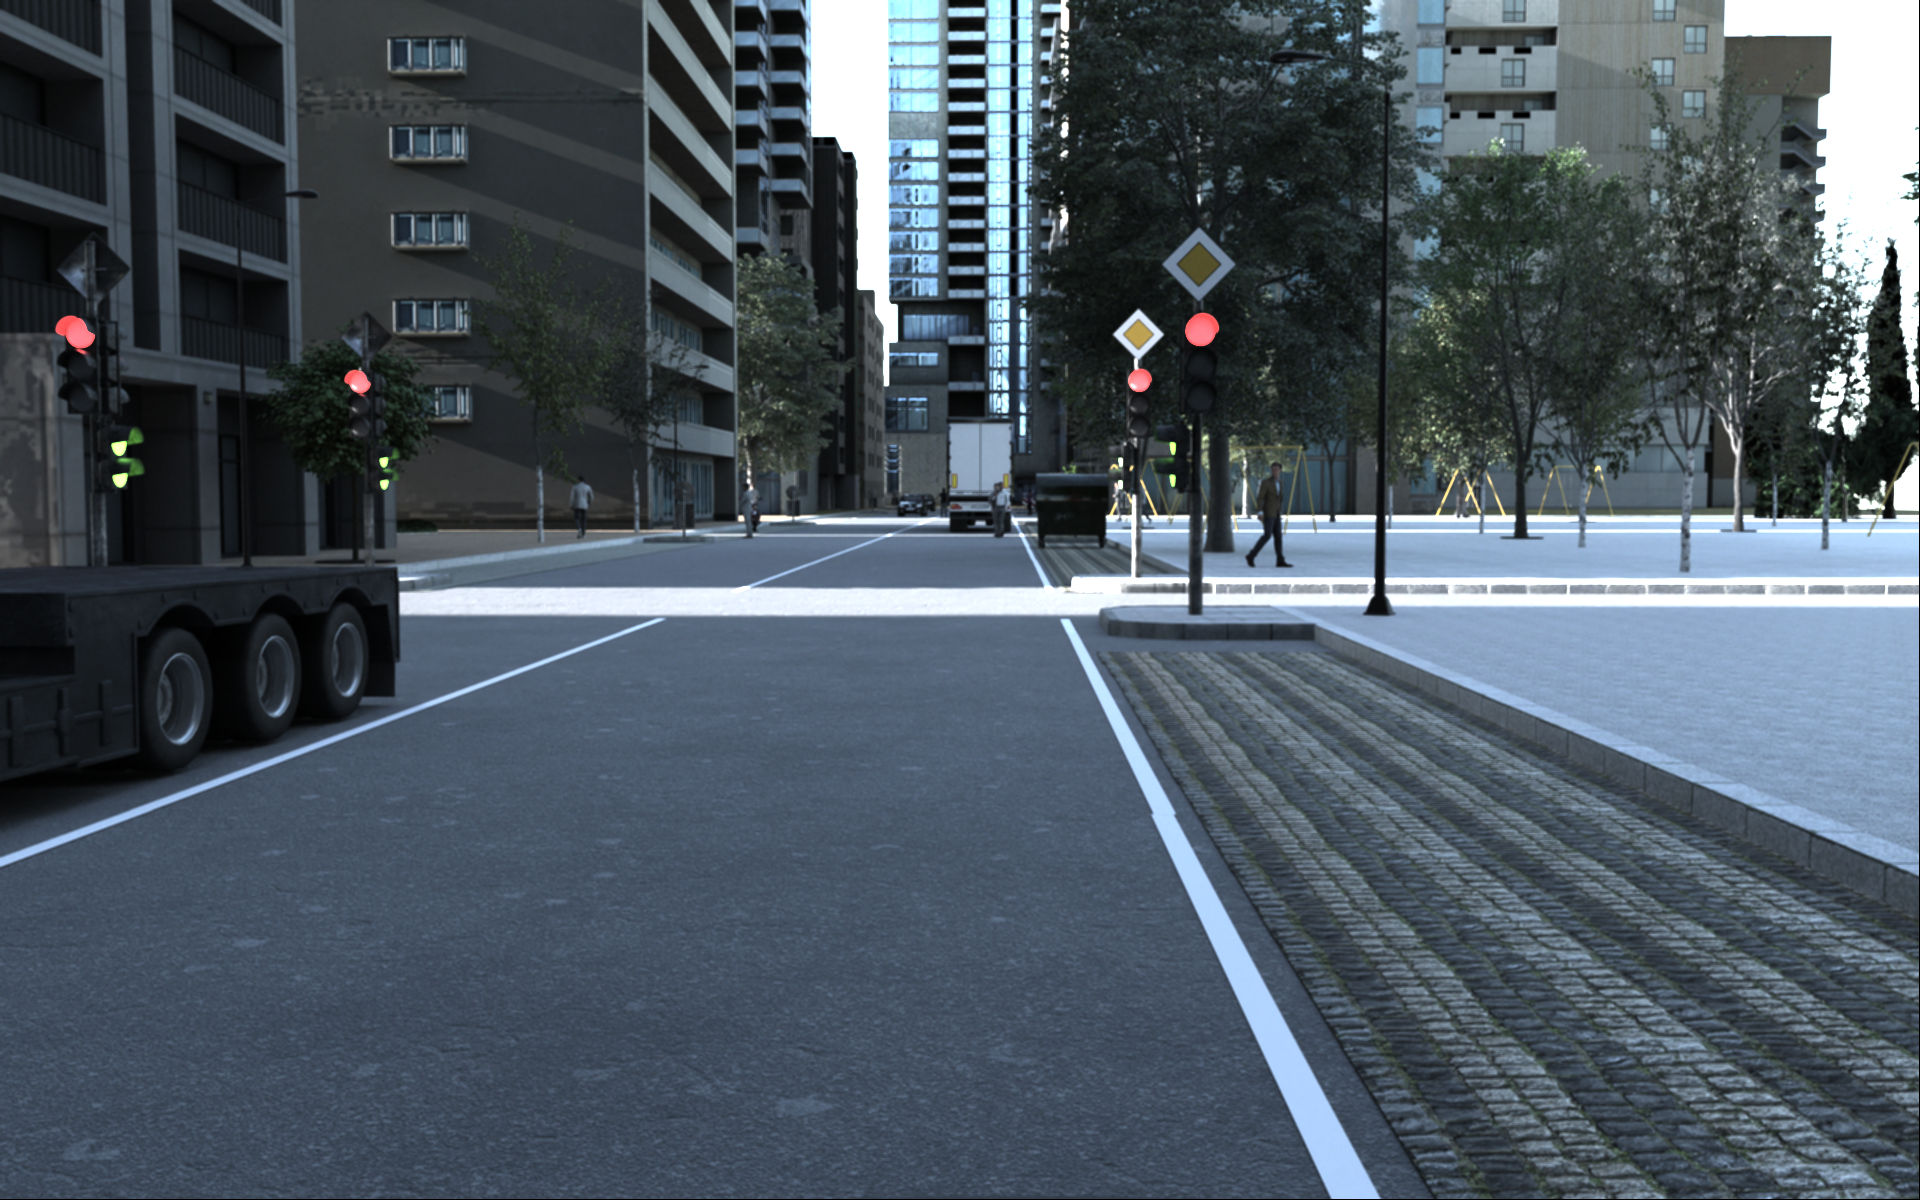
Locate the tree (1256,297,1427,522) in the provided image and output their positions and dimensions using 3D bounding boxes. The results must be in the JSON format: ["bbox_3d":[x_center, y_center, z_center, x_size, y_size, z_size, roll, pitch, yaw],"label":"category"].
[{"bbox_3d":[17.312,-8.892,79.798,8.767,10.594,7.601,1,4,21],"label":"tree"}]

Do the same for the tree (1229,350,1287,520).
[{"bbox_3d":[15.041,-8.370,87.217,4.360,8.622,3.978,0,3,0],"label":"tree"}]

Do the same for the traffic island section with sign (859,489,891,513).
[{"bbox_3d":[-6.391,-7.328,128.445,1.989,1.847,2.006,0,4,1],"label":"traffic island section with sign"}]

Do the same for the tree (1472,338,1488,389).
[{"bbox_3d":[28.620,-10.345,79.505,12.009,13.543,11.850,0,3,0],"label":"tree"}]

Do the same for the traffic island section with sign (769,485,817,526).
[{"bbox_3d":[-7.570,-4.290,78.771,1.989,1.847,2.006,0,4,1],"label":"traffic island section with sign"}]

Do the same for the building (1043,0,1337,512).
[{"bbox_3d":[19.612,-33.085,160.551,23.786,49.044,30.456,0,4,1],"label":"building"}]

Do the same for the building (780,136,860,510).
[{"bbox_3d":[-15.716,-22.520,139.904,14.160,30.474,14.107,0,4,1],"label":"building"}]

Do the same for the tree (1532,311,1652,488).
[{"bbox_3d":[24.467,-7.147,67.210,4.737,8.622,4.395,0,3,0],"label":"tree"}]

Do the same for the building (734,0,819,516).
[{"bbox_3d":[-20.437,-49.120,115.786,22.319,86.520,31.000,0,4,1],"label":"building"}]

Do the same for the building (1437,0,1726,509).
[{"bbox_3d":[52.078,-34.967,160.956,27.495,52.752,28.713,0,4,1],"label":"building"}]

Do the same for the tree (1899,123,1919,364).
[{"bbox_3d":[21.325,-6.955,31.834,7.486,12.596,7.792,0,3,0],"label":"tree"}]

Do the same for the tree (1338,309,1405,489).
[{"bbox_3d":[16.796,-7.206,68.184,4.360,8.622,3.978,0,3,0],"label":"tree"}]

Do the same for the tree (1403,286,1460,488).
[{"bbox_3d":[16.728,-6.467,56.090,4.360,8.622,3.978,0,3,0],"label":"tree"}]

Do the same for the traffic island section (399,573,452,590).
[{"bbox_3d":[-9.118,-0.272,26.722,2.009,0.180,2.903,0,4,1],"label":"traffic island section"}]

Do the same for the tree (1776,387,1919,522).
[{"bbox_3d":[47.608,-6.926,76.140,20.602,7.101,11.467,1,4,15],"label":"tree"}]

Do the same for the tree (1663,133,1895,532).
[{"bbox_3d":[26.536,-9.085,58.912,12.009,13.543,11.850,0,3,0],"label":"tree"}]

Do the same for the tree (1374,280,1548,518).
[{"bbox_3d":[26.499,-10.666,91.400,9.611,12.733,9.660,0,3,0],"label":"tree"}]

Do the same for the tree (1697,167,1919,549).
[{"bbox_3d":[20.351,-5.497,40.235,4.360,8.622,3.978,0,3,0],"label":"tree"}]

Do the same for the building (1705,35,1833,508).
[{"bbox_3d":[73.080,-31.645,167.499,14.200,45.320,14.600,0,4,1],"label":"building"}]

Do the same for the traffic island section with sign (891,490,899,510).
[{"bbox_3d":[-5.745,-8.976,155.393,1.989,1.847,2.006,0,4,1],"label":"traffic island section with sign"}]

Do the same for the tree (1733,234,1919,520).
[{"bbox_3d":[49.164,-11.625,91.895,18.604,14.587,13.155,-1,4,-14],"label":"tree"}]

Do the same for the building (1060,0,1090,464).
[{"bbox_3d":[15.228,-29.869,138.476,14.600,45.320,14.200,0,4,1],"label":"building"}]

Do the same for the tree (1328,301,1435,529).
[{"bbox_3d":[15.623,-6.924,63.574,4.737,8.622,4.395,0,3,0],"label":"tree"}]

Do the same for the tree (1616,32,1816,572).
[{"bbox_3d":[12.093,-4.788,28.650,4.360,8.622,3.978,0,3,0],"label":"tree"}]

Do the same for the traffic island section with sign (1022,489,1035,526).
[{"bbox_3d":[3.959,-4.303,78.985,1.989,1.847,2.006,0,4,1],"label":"traffic island section with sign"}]

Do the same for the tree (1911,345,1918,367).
[{"bbox_3d":[28.182,-6.686,43.733,7.601,10.594,8.767,1,4,14],"label":"tree"}]

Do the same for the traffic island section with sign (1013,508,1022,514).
[{"bbox_3d":[5.133,-7.311,128.164,1.989,1.847,2.006,0,4,1],"label":"traffic island section with sign"}]

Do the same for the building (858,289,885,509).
[{"bbox_3d":[-22.479,-19.551,164.701,28.899,21.520,27.650,0,4,1],"label":"building"}]

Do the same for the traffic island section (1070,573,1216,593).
[{"bbox_3d":[2.720,-0.254,26.438,2.009,0.180,2.903,0,4,1],"label":"traffic island section"}]

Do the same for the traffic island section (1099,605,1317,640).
[{"bbox_3d":[2.531,0.234,18.456,2.009,0.180,2.903,0,4,1],"label":"traffic island section"}]

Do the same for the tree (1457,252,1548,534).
[{"bbox_3d":[14.953,-5.591,41.774,4.360,8.622,3.978,0,3,0],"label":"tree"}]

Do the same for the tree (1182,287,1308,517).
[{"bbox_3d":[15.313,-10.802,94.747,7.486,12.596,7.792,0,3,0],"label":"tree"}]

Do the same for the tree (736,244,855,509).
[{"bbox_3d":[-10.498,-11.094,88.042,9.857,13.997,8.962,0,3,0],"label":"tree"}]

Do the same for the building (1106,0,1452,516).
[{"bbox_3d":[19.150,-30.356,115.935,23.786,49.044,30.456,0,4,1],"label":"building"}]

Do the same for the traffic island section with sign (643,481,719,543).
[{"bbox_3d":[-8.206,-2.611,51.311,1.989,1.847,2.006,0,4,1],"label":"traffic island section with sign"}]

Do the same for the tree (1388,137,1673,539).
[{"bbox_3d":[16.203,-7.571,49.547,9.928,11.665,9.643,0,3,0],"label":"tree"}]

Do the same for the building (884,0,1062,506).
[{"bbox_3d":[3.881,-53.928,194.396,31.000,86.520,22.319,0,4,1],"label":"building"}]

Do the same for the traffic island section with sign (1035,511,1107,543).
[{"bbox_3d":[3.308,-2.613,51.351,1.989,1.847,2.006,0,4,1],"label":"traffic island section with sign"}]

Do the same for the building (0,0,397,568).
[{"bbox_3d":[-23.738,-36.491,34.876,20.563,71.187,20.611,0,4,1],"label":"building"}]

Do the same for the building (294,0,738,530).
[{"bbox_3d":[-21.399,-27.320,70.386,21.300,48.544,21.600,0,4,1],"label":"building"}]
